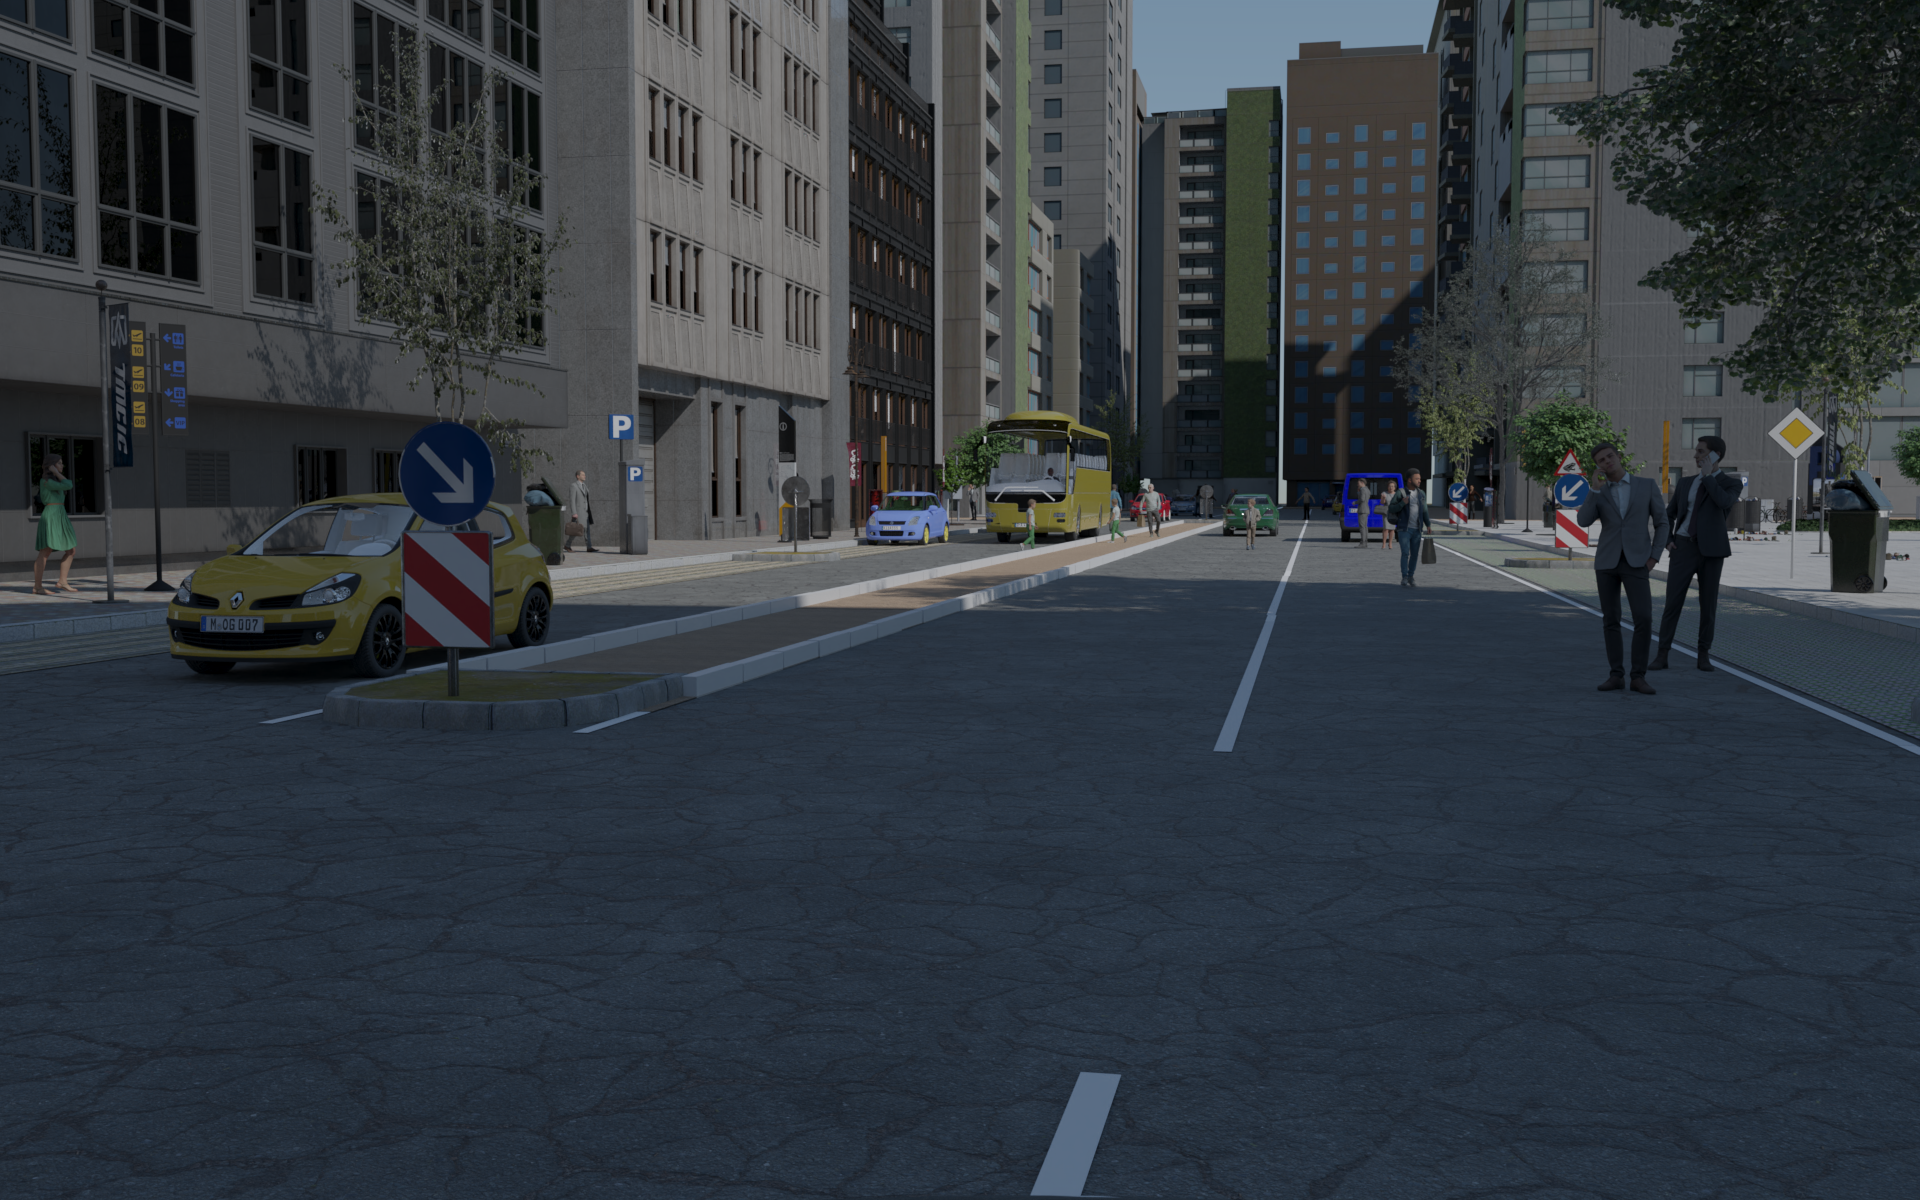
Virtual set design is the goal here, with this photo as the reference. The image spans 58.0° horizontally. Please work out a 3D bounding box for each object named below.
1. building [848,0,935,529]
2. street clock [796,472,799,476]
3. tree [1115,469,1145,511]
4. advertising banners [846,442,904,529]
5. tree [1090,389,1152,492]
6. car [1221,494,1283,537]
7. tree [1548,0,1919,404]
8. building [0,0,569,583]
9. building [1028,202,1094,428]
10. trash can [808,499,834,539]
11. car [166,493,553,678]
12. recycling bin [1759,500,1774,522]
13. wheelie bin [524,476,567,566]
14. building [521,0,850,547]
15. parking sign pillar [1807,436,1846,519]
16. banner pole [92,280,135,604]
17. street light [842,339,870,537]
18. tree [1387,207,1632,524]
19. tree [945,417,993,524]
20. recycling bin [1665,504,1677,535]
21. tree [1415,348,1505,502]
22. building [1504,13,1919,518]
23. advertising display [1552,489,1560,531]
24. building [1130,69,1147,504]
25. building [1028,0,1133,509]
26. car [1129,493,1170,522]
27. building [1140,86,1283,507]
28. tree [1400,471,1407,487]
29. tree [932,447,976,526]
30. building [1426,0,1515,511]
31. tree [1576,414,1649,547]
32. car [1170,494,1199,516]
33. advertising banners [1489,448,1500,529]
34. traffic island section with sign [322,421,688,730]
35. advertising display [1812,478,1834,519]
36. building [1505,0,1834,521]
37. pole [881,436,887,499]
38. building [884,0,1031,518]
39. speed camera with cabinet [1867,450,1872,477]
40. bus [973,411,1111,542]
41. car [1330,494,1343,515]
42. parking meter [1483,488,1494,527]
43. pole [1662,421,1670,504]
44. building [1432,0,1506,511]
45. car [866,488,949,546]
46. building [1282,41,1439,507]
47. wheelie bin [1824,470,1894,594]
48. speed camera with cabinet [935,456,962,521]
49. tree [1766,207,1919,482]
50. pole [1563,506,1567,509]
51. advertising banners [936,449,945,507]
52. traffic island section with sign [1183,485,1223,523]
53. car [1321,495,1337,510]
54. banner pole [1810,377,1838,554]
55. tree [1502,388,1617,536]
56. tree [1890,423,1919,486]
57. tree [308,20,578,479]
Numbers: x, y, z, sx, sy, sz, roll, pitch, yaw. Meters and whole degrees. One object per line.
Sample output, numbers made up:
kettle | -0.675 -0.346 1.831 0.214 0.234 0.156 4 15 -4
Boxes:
building | -8.731 -14.747 70.796 12.332 23.373 15.834 1 4 12
street clock | -5.023 -2.867 51.450 0.471 2.002 0.358 -1 4 -10
tree | 12.941 -8.471 133.097 1.663 3.219 1.824 0 3 0
advertising banners | -2.820 -3.815 58.556 2.074 3.025 0.090 -1 4 -12
tree | 11.337 -10.521 122.377 4.737 8.622 4.395 0 3 0
car | 10.101 -2.949 60.011 2.131 1.459 4.920 1 4 11
tree | 10.763 -6.784 17.576 9.857 13.997 8.962 0 3 0
building | -18.170 -14.455 29.847 14.314 27.812 24.014 1 4 12
building | -6.362 -16.798 119.693 27.650 21.520 28.899 1 4 12
trash can | -3.975 -2.309 49.405 0.748 1.137 0.748 0 3 0
car | -5.026 -0.283 14.850 2.015 1.641 3.980 1 4 12
recycling bin | 37.347 -4.154 80.464 0.722 1.027 0.722 1 4 18
wheelie bin | -7.485 -1.429 31.270 0.693 1.594 0.980 0 4 -6
building | -11.789 -14.323 52.211 12.078 24.808 19.932 1 4 12
parking sign pillar | 35.081 -4.994 70.126 1.447 3.967 1.447 -3 4 -38
banner pole | -9.843 -1.845 20.190 0.863 3.779 0.401 3 4 38
street light | -3.101 -4.834 51.819 0.468 5.910 1.993 1 4 12
tree | 23.380 -10.009 74.021 12.009 13.543 11.850 0 3 0
tree | 1.105 -5.503 73.690 4.285 4.588 4.351 0 3 0
recycling bin | 18.422 -1.940 44.265 0.722 1.027 0.722 2 4 30
tree | 24.414 -8.206 84.529 4.737 8.622 4.395 0 3 0
building | 47.132 -31.709 107.689 28.713 52.752 27.495 1 4 12
advertising display | 21.161 -3.429 61.277 0.123 1.923 0.974 3 4 37
building | 11.872 -32.461 180.854 14.200 45.320 14.600 1 4 12
building | 3.807 -43.550 150.292 20.611 71.187 20.563 1 4 12
car | 10.032 -5.029 91.263 2.155 1.783 4.494 1 4 13
building | 25.966 -30.267 178.458 14.086 41.232 14.154 1 4 12
tree | 37.316 -9.283 146.375 1.663 3.219 1.824 0 3 0
tree | -0.432 -4.669 70.932 1.663 3.219 1.824 0 3 0
building | 62.233 -35.951 177.039 27.495 52.752 28.713 1 4 12
tree | 15.822 -2.898 41.985 1.663 3.219 1.824 0 3 0
car | 14.897 -6.262 114.389 2.014 1.417 4.499 1 4 13
advertising banners | 19.929 -4.186 64.627 0.090 3.025 2.074 1 4 8
traffic island section with sign | -3.094 -0.206 11.507 2.006 1.907 1.989 1 4 12
advertising display | 33.980 -3.839 67.980 0.974 1.923 0.123 2 4 32
building | 35.576 -24.802 89.111 14.154 41.232 14.086 1 4 12
pole | -2.684 -4.113 61.087 0.158 3.312 0.155 0 3 0
building | -4.105 -25.221 95.955 14.154 41.232 14.086 1 4 12
speed camera with cabinet | 40.528 -5.098 77.692 0.660 3.252 2.038 2 4 30
bus | 2.909 -3.861 54.672 2.896 3.916 12.252 1 4 11
car | 26.689 -6.710 119.926 2.015 1.641 3.980 1 4 11
parking meter | 20.351 -3.564 66.682 0.372 1.533 0.369 0 3 0
pole | 19.648 -3.329 48.265 0.158 3.312 0.155 0 3 0
building | 49.616 -29.486 136.719 22.147 44.769 28.867 1 4 12
car | -1.478 -2.413 49.042 1.945 1.707 3.694 1 4 13
building | 40.050 -32.071 174.464 14.200 45.320 14.600 1 4 12
wheelie bin | 11.700 -0.898 22.597 0.693 1.594 0.980 3 5 43
speed camera with cabinet | -0.723 -5.349 81.785 0.660 3.252 2.038 -3 4 -36
tree | 22.320 -5.684 43.294 4.737 8.622 4.395 0 3 0
pole | 20.558 -3.976 58.856 0.158 3.312 0.155 0 3 0
advertising banners | -0.730 -4.282 66.199 0.090 3.025 2.074 0 4 8
traffic island section with sign | 12.067 -4.708 85.106 2.006 1.907 1.989 1 4 12
car | 33.447 -8.767 155.926 1.945 1.354 3.894 1 4 13
banner pole | 18.440 -2.861 36.792 0.401 3.779 0.863 0 4 4
tree | 18.556 -4.279 53.674 4.285 4.588 4.351 0 3 0
tree | 38.412 -5.161 68.090 4.285 4.588 4.351 0 3 0
tree | -8.098 -4.715 27.451 4.360 8.622 3.978 0 3 0
